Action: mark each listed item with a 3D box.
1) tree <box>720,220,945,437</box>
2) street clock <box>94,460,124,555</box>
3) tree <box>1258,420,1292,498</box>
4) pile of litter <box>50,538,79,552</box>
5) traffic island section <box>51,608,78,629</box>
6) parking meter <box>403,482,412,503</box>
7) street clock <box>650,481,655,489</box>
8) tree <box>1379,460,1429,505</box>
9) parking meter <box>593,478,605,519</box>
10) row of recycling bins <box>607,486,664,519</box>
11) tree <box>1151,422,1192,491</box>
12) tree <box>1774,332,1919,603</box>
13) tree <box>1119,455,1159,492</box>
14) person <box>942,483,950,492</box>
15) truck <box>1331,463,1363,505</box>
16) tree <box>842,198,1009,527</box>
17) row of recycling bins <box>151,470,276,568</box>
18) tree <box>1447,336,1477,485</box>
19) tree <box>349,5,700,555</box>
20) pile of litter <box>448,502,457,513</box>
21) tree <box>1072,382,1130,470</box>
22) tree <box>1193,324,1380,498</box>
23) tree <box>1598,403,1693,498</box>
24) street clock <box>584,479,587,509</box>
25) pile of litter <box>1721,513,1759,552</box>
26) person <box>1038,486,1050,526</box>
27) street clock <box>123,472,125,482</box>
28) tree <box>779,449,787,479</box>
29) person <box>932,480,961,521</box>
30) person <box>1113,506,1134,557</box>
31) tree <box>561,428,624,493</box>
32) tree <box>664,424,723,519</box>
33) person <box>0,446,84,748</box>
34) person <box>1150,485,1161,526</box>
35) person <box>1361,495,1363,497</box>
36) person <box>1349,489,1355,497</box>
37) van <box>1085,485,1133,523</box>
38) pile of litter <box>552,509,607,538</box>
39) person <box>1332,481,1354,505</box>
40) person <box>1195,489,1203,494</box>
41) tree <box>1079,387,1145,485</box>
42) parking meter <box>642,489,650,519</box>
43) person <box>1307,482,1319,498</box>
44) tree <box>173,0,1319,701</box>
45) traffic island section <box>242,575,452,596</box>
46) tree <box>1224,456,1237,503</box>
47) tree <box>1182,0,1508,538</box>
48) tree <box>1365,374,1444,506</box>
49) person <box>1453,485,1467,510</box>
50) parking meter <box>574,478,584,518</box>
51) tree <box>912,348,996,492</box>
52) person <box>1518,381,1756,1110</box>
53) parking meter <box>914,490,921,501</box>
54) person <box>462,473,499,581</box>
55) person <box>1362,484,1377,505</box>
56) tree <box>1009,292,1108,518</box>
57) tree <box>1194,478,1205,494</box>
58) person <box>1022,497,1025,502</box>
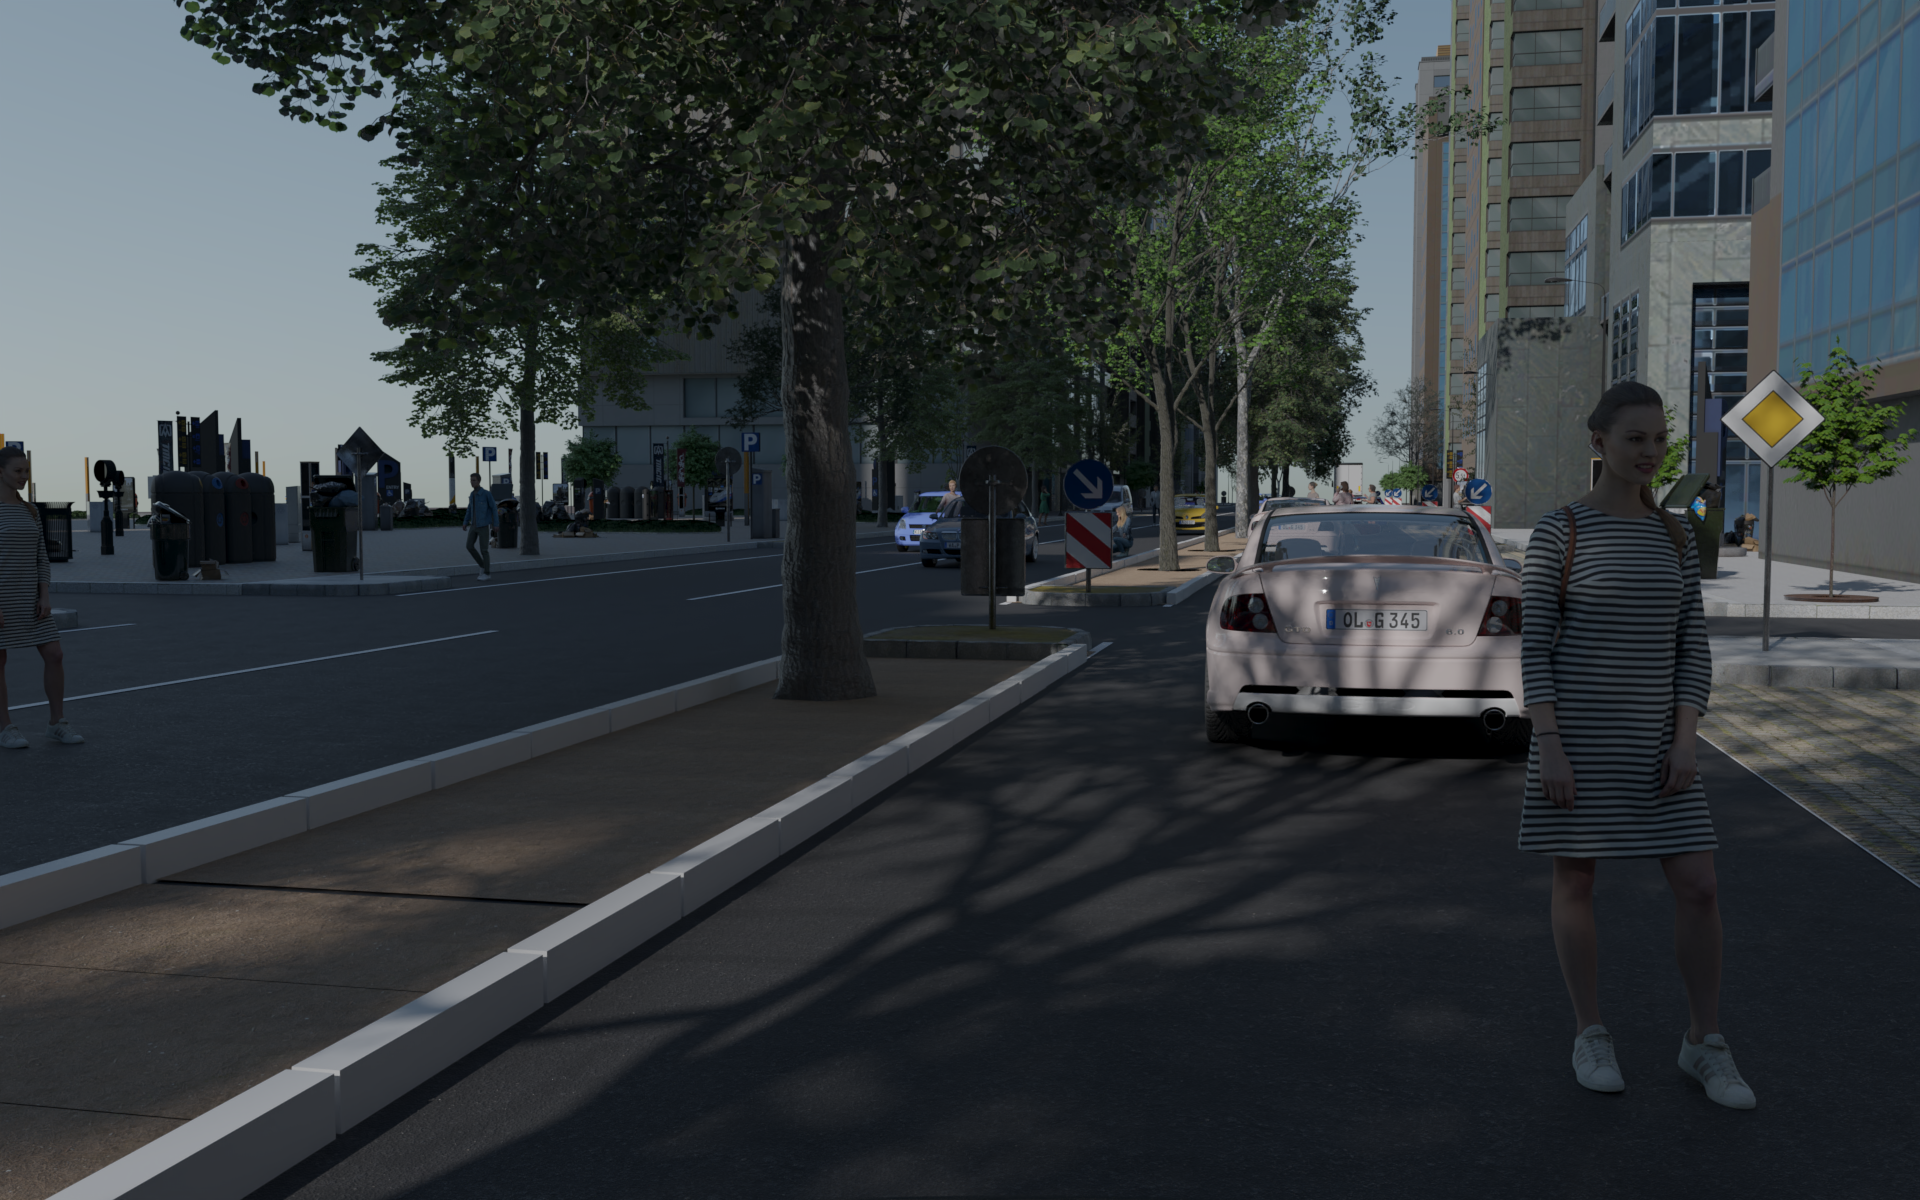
[{"bbox_3d":[-4.384,-7.470,56.554,7.601,10.594,8.767,1,4,21],"label":"tree"},{"bbox_3d":[-18.010,-1.955,36.533,0.471,2.002,0.358,2,4,31],"label":"street clock"},{"bbox_3d":[15.493,-8.047,84.392,4.737,8.622,4.395,0,3,0],"label":"tree"},{"bbox_3d":[-20.441,-1.488,38.294,1.719,0.858,1.176,-1,4,-22],"label":"pile of litter"},{"bbox_3d":[-10.703,0.259,18.051,2.009,0.180,2.903,1,4,13],"label":"traffic island section"},{"bbox_3d":[-26.416,-4.719,82.864,0.399,1.863,0.255,-1,4,-12],"label":"parking meter"},{"bbox_3d":[-16.684,-5.485,94.242,0.358,2.002,0.471,-2,4,-25],"label":"street clock"},{"bbox_3d":[42.401,-10.963,162.958,4.285,4.588,4.351,0,3,0],"label":"tree"},{"bbox_3d":[-13.249,-3.540,63.591,0.399,1.863,0.255,0,4,2],"label":"parking meter"},{"bbox_3d":[-17.005,-5.131,91.002,3.534,1.692,1.069,1,4,21],"label":"row of recycling bins"},{"bbox_3d":[20.246,-13.106,164.650,4.360,8.622,3.978,0,3,0],"label":"tree"},{"bbox_3d":[10.377,-1.601,20.782,1.663,3.219,1.824,0,3,0],"label":"tree"},{"bbox_3d":[15.064,-9.896,145.519,4.285,4.588,4.351,0,3,0],"label":"tree"},{"bbox_3d":[-0.372,-2.940,56.745,0.590,1.801,0.661,0,4,-6],"label":"person"},{"bbox_3d":[35.692,-10.435,159.531,2.839,4.237,11.283,1,4,12],"label":"truck"},{"bbox_3d":[-3.228,-9.099,66.901,7.486,12.596,7.792,0,3,0],"label":"tree"},{"bbox_3d":[-13.649,-1.502,31.671,1.069,1.692,3.534,0,4,4],"label":"row of recycling bins"},{"bbox_3d":[23.476,-7.724,76.655,4.360,8.622,3.978,0,3,0],"label":"tree"},{"bbox_3d":[-8.740,-7.214,36.080,7.486,12.596,7.792,0,3,0],"label":"tree"},{"bbox_3d":[-26.002,-4.527,87.976,1.176,0.858,1.719,-1,4,-12],"label":"pile of litter"},{"bbox_3d":[9.127,-10.078,115.136,4.360,8.622,3.978,0,3,0],"label":"tree"},{"bbox_3d":[17.431,-10.575,92.373,9.611,12.733,9.660,0,3,0],"label":"tree"},{"bbox_3d":[12.655,-2.291,32.059,1.663,3.219,1.824,0,3,0],"label":"tree"},{"bbox_3d":[-17.406,-4.598,79.745,0.358,2.002,0.471,2,4,33],"label":"street clock"},{"bbox_3d":[17.557,-1.526,38.913,1.176,0.858,1.719,-2,4,-29],"label":"pile of litter"},{"bbox_3d":[3.758,-4.236,78.004,0.529,1.795,0.600,-1,4,-12],"label":"person"},{"bbox_3d":[-25.586,-2.942,52.674,0.358,2.002,0.471,0,4,-5],"label":"street clock"},{"bbox_3d":[-7.640,-6.416,88.620,4.285,4.588,4.351,0,3,0],"label":"tree"},{"bbox_3d":[-0.342,-1.824,38.997,0.731,1.740,0.598,-3,5,-39],"label":"person"},{"bbox_3d":[3.660,-1.566,39.610,0.738,1.151,1.012,-1,4,-19],"label":"person"},{"bbox_3d":[-18.333,-6.265,86.141,4.285,4.588,4.351,0,3,0],"label":"tree"},{"bbox_3d":[-12.233,-5.889,80.003,4.285,4.588,4.351,0,3,0],"label":"tree"},{"bbox_3d":[-5.372,-0.020,9.828,0.522,1.701,0.512,1,4,23],"label":"person"},{"bbox_3d":[8.805,-4.222,77.379,0.661,1.843,0.795,2,4,25],"label":"person"},{"bbox_3d":[56.991,-14.517,246.648,0.742,1.727,0.445,-1,4,-19],"label":"person"},{"bbox_3d":[24.555,-6.122,109.320,0.721,1.743,1.217,-2,4,-32],"label":"person"},{"bbox_3d":[6.592,-4.248,76.466,2.013,2.044,4.112,1,4,13],"label":"van"},{"bbox_3d":[-11.240,-2.268,51.046,1.719,0.858,1.176,3,4,37],"label":"pile of litter"},{"bbox_3d":[9.515,-2.047,42.552,0.593,1.750,0.643,-2,4,-28],"label":"person"},{"bbox_3d":[15.003,-6.091,108.894,0.742,1.727,0.445,3,4,36],"label":"person"},{"bbox_3d":[10.396,-10.367,119.860,4.737,8.622,4.395,0,3,0],"label":"tree"},{"bbox_3d":[-15.709,-4.790,86.719,0.372,1.533,0.369,0,3,0],"label":"parking meter"},{"bbox_3d":[9.850,-2.445,48.813,0.374,1.781,0.599,-2,4,-31],"label":"person"},{"bbox_3d":[-0.958,-6.274,11.688,9.857,13.997,8.962,0,3,0],"label":"tree"},{"bbox_3d":[-8.949,-0.218,25.842,2.009,0.180,2.903,1,4,13],"label":"traffic island section"},{"bbox_3d":[39.948,-18.468,252.320,4.360,8.622,3.978,0,3,0],"label":"tree"},{"bbox_3d":[10.085,-11.974,54.120,12.611,20.169,13.585,0,3,0],"label":"tree"},{"bbox_3d":[46.313,-16.302,176.913,12.009,13.543,11.850,0,3,0],"label":"tree"},{"bbox_3d":[16.916,-3.030,58.616,0.524,1.755,0.480,0,4,2],"label":"person"},{"bbox_3d":[-13.392,-3.375,60.896,0.255,1.863,0.399,0,4,6],"label":"parking meter"},{"bbox_3d":[-0.405,-8.329,86.536,4.737,8.622,4.395,0,3,0],"label":"tree"},{"bbox_3d":[1.603,0.323,4.215,0.512,1.701,0.522,0,4,-5],"label":"person"},{"bbox_3d":[-2.460,-5.592,99.843,0.372,1.533,0.369,0,3,0],"label":"parking meter"},{"bbox_3d":[-7.958,-1.221,28.804,0.601,1.785,0.444,2,4,35],"label":"person"},{"bbox_3d":[14.573,-3.232,61.697,0.532,1.782,0.716,1,4,11],"label":"person"},{"bbox_3d":[4.101,-10.709,93.222,7.486,12.596,7.792,0,3,0],"label":"tree"},{"bbox_3d":[28.670,-12.850,204.691,1.663,3.219,1.824,0,3,0],"label":"tree"},{"bbox_3d":[2.727,-4.252,78.566,0.519,1.759,0.362,-1,4,-14],"label":"person"}]
